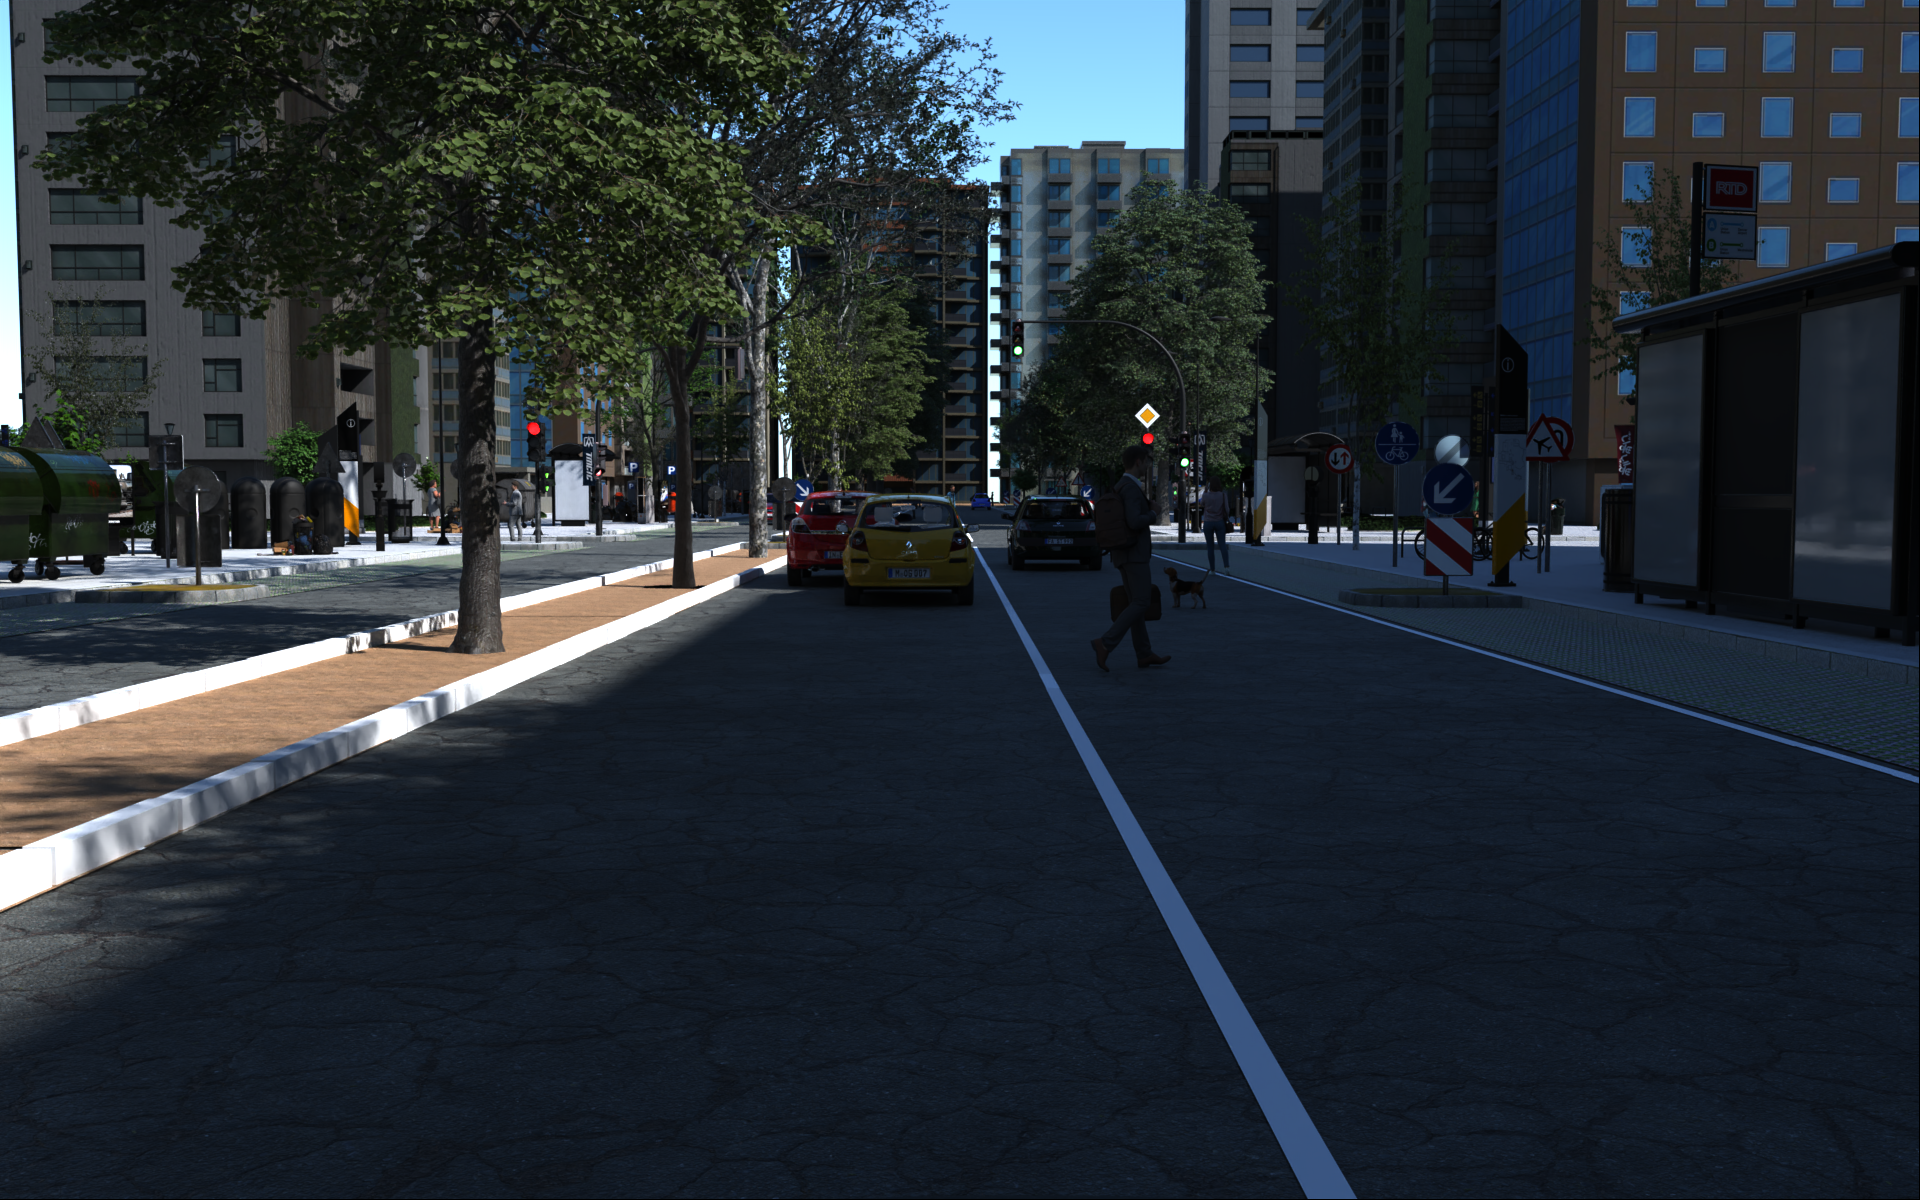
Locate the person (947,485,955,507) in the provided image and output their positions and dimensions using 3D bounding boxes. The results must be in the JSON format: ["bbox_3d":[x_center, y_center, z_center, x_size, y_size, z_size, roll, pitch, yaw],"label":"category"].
[{"bbox_3d":[-0.386,-3.738,69.962,0.444,1.785,0.601,3,5,45],"label":"person"}]

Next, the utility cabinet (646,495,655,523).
[{"bbox_3d":[-13.767,-3.997,76.507,0.306,1.237,1.020,0,4,4],"label":"utility cabinet"}]

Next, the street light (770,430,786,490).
[{"bbox_3d":[-13.193,-9.375,125.830,1.470,5.913,1.316,0,4,0],"label":"street light"}]

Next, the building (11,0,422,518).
[{"bbox_3d":[-35.940,-19.189,85.444,14.160,30.474,14.107,0,4,0],"label":"building"}]

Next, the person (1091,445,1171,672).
[{"bbox_3d":[1.380,-0.351,14.205,0.822,1.834,0.622,-1,4,-22],"label":"person"}]

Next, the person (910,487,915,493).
[{"bbox_3d":[-2.760,-5.601,99.884,0.447,1.846,0.655,0,4,-5],"label":"person"}]

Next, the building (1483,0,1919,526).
[{"bbox_3d":[31.840,-25.932,74.105,14.200,45.320,14.600,0,4,0],"label":"building"}]

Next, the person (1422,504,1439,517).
[{"bbox_3d":[11.869,-2.257,43.293,0.721,1.781,0.623,0,4,5],"label":"person"}]

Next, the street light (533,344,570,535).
[{"bbox_3d":[-12.585,-4.963,53.693,1.470,5.913,1.316,0,4,0],"label":"street light"}]

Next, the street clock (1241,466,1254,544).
[{"bbox_3d":[7.450,-2.447,44.572,0.471,2.002,0.358,1,4,9],"label":"street clock"}]

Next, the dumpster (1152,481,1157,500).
[{"bbox_3d":[8.324,-4.745,80.079,1.502,2.255,1.985,0,4,-1],"label":"dumpster"}]

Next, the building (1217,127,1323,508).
[{"bbox_3d":[27.749,-22.564,140.616,14.160,30.474,14.107,0,4,0],"label":"building"}]

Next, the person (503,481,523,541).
[{"bbox_3d":[-12.780,-2.495,49.499,0.583,1.804,0.606,0,4,-4],"label":"person"}]

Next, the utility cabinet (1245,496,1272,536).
[{"bbox_3d":[9.168,-2.577,53.297,0.306,1.237,1.020,-2,4,-24],"label":"utility cabinet"}]

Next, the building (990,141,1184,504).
[{"bbox_3d":[19.308,-37.798,237.609,30.456,49.044,23.786,0,4,0],"label":"building"}]

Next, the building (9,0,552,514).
[{"bbox_3d":[-43.822,-25.880,115.020,32.217,40.220,23.993,0,4,0],"label":"building"}]

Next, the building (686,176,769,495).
[{"bbox_3d":[-39.206,-35.540,235.700,28.867,44.769,22.147,0,4,0],"label":"building"}]

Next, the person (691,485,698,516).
[{"bbox_3d":[-15.839,-5.936,103.282,0.537,1.800,0.526,-1,4,-17],"label":"person"}]

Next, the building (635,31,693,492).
[{"bbox_3d":[-43.576,-34.153,178.002,30.456,49.044,23.786,0,4,0],"label":"building"}]

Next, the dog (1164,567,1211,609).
[{"bbox_3d":[2.850,-0.152,21.778,0.540,0.507,0.406,0,4,-1],"label":"dog"}]

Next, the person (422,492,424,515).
[{"bbox_3d":[-32.194,-5.923,102.981,0.850,1.850,0.679,3,5,43],"label":"person"}]

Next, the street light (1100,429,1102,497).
[{"bbox_3d":[6.977,-7.336,92.490,1.470,5.913,1.316,0,4,0],"label":"street light"}]

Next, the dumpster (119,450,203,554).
[{"bbox_3d":[-17.384,-2.149,37.625,1.502,2.255,1.985,0,4,-1],"label":"dumpster"}]

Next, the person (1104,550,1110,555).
[{"bbox_3d":[3.716,-1.922,40.757,0.643,1.720,0.563,1,4,10],"label":"person"}]

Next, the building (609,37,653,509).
[{"bbox_3d":[-34.851,-28.503,149.623,14.154,41.232,14.086,0,4,0],"label":"building"}]

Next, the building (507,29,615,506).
[{"bbox_3d":[-35.395,-29.645,134.812,14.600,45.320,14.200,0,4,0],"label":"building"}]

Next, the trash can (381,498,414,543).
[{"bbox_3d":[-14.618,-2.053,45.222,0.748,1.137,0.748,0,3,0],"label":"trash can"}]

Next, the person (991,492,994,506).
[{"bbox_3d":[3.717,-11.841,202.910,0.445,1.727,0.742,-1,4,-21],"label":"person"}]

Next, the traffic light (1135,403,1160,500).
[{"bbox_3d":[5.750,-3.947,53.461,0.839,4.253,0.868,0,4,0],"label":"traffic light"}]

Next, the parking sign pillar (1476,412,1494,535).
[{"bbox_3d":[16.809,-4.007,53.979,1.447,3.967,1.447,-2,4,-29],"label":"parking sign pillar"}]

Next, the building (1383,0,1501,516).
[{"bbox_3d":[29.207,-24.765,88.495,14.154,41.232,14.086,0,4,0],"label":"building"}]

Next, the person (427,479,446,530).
[{"bbox_3d":[-17.916,-3.240,59.367,0.532,1.782,0.716,-3,5,-43],"label":"person"}]

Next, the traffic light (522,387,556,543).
[{"bbox_3d":[-11.047,-3.450,45.325,0.839,4.253,0.868,0,4,0],"label":"traffic light"}]

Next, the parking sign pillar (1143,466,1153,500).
[{"bbox_3d":[8.291,-5.400,76.760,1.447,3.967,1.447,0,4,4],"label":"parking sign pillar"}]

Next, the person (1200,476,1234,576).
[{"bbox_3d":[4.530,-1.305,30.420,0.593,1.750,0.643,0,4,2],"label":"person"}]

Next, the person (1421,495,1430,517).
[{"bbox_3d":[14.950,-2.955,55.191,0.643,1.720,0.563,-1,4,-22],"label":"person"}]

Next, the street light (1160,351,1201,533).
[{"bbox_3d":[7.208,-5.135,56.505,1.470,5.913,1.316,0,4,0],"label":"street light"}]

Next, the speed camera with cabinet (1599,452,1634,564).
[{"bbox_3d":[11.992,-2.218,30.602,0.660,3.252,2.038,0,4,-2],"label":"speed camera with cabinet"}]

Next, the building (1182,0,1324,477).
[{"bbox_3d":[31.416,-37.857,160.957,21.231,58.520,28.212,0,4,0],"label":"building"}]

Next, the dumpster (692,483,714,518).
[{"bbox_3d":[-13.896,-5.422,94.402,1.264,1.857,1.865,0,4,0],"label":"dumpster"}]

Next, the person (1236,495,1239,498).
[{"bbox_3d":[20.403,-7.344,126.311,0.583,1.804,0.606,2,4,25],"label":"person"}]

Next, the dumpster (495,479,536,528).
[{"bbox_3d":[-16.825,-3.653,65.484,1.264,1.857,1.865,0,4,0],"label":"dumpster"}]

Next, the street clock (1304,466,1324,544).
[{"bbox_3d":[9.070,-2.439,44.440,0.358,2.002,0.471,-3,5,-43],"label":"street clock"}]

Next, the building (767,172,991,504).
[{"bbox_3d":[-10.349,-35.620,237.019,28.867,44.769,22.147,0,4,0],"label":"building"}]

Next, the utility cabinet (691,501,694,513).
[{"bbox_3d":[-17.893,-6.468,114.431,0.318,1.500,1.173,-2,4,-29],"label":"utility cabinet"}]

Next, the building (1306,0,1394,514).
[{"bbox_3d":[37.657,-25.915,115.583,32.217,40.220,23.993,0,4,0],"label":"building"}]

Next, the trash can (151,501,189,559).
[{"bbox_3d":[-15.636,-1.391,34.393,0.748,1.137,0.748,0,3,0],"label":"trash can"}]

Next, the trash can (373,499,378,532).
[{"bbox_3d":[-18.507,-2.697,55.746,0.748,1.137,0.748,0,3,0],"label":"trash can"}]

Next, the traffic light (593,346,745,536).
[{"bbox_3d":[-9.020,-4.813,53.362,4.771,5.953,1.251,0,4,0],"label":"traffic light"}]

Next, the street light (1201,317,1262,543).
[{"bbox_3d":[7.247,-4.461,45.475,1.470,5.913,1.316,0,4,0],"label":"street light"}]

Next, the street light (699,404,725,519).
[{"bbox_3d":[-12.854,-7.175,89.846,1.470,5.913,1.316,0,4,0],"label":"street light"}]

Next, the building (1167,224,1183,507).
[{"bbox_3d":[28.625,-25.151,182.912,14.160,30.474,14.107,0,4,0],"label":"building"}]

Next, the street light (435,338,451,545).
[{"bbox_3d":[-12.545,-4.351,43.672,1.470,5.913,1.316,0,4,0],"label":"street light"}]

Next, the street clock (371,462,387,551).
[{"bbox_3d":[-13.027,-2.098,38.876,0.358,2.002,0.471,-1,4,-19],"label":"street clock"}]

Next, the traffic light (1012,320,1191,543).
[{"bbox_3d":[3.723,-4.321,45.318,4.771,5.953,1.251,0,4,0],"label":"traffic light"}]

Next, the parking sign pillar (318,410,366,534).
[{"bbox_3d":[-20.001,-4.126,55.938,1.447,3.967,1.447,0,4,-1],"label":"parking sign pillar"}]

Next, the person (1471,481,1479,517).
[{"bbox_3d":[20.750,-3.866,69.494,0.529,1.795,0.600,-3,4,-38],"label":"person"}]
